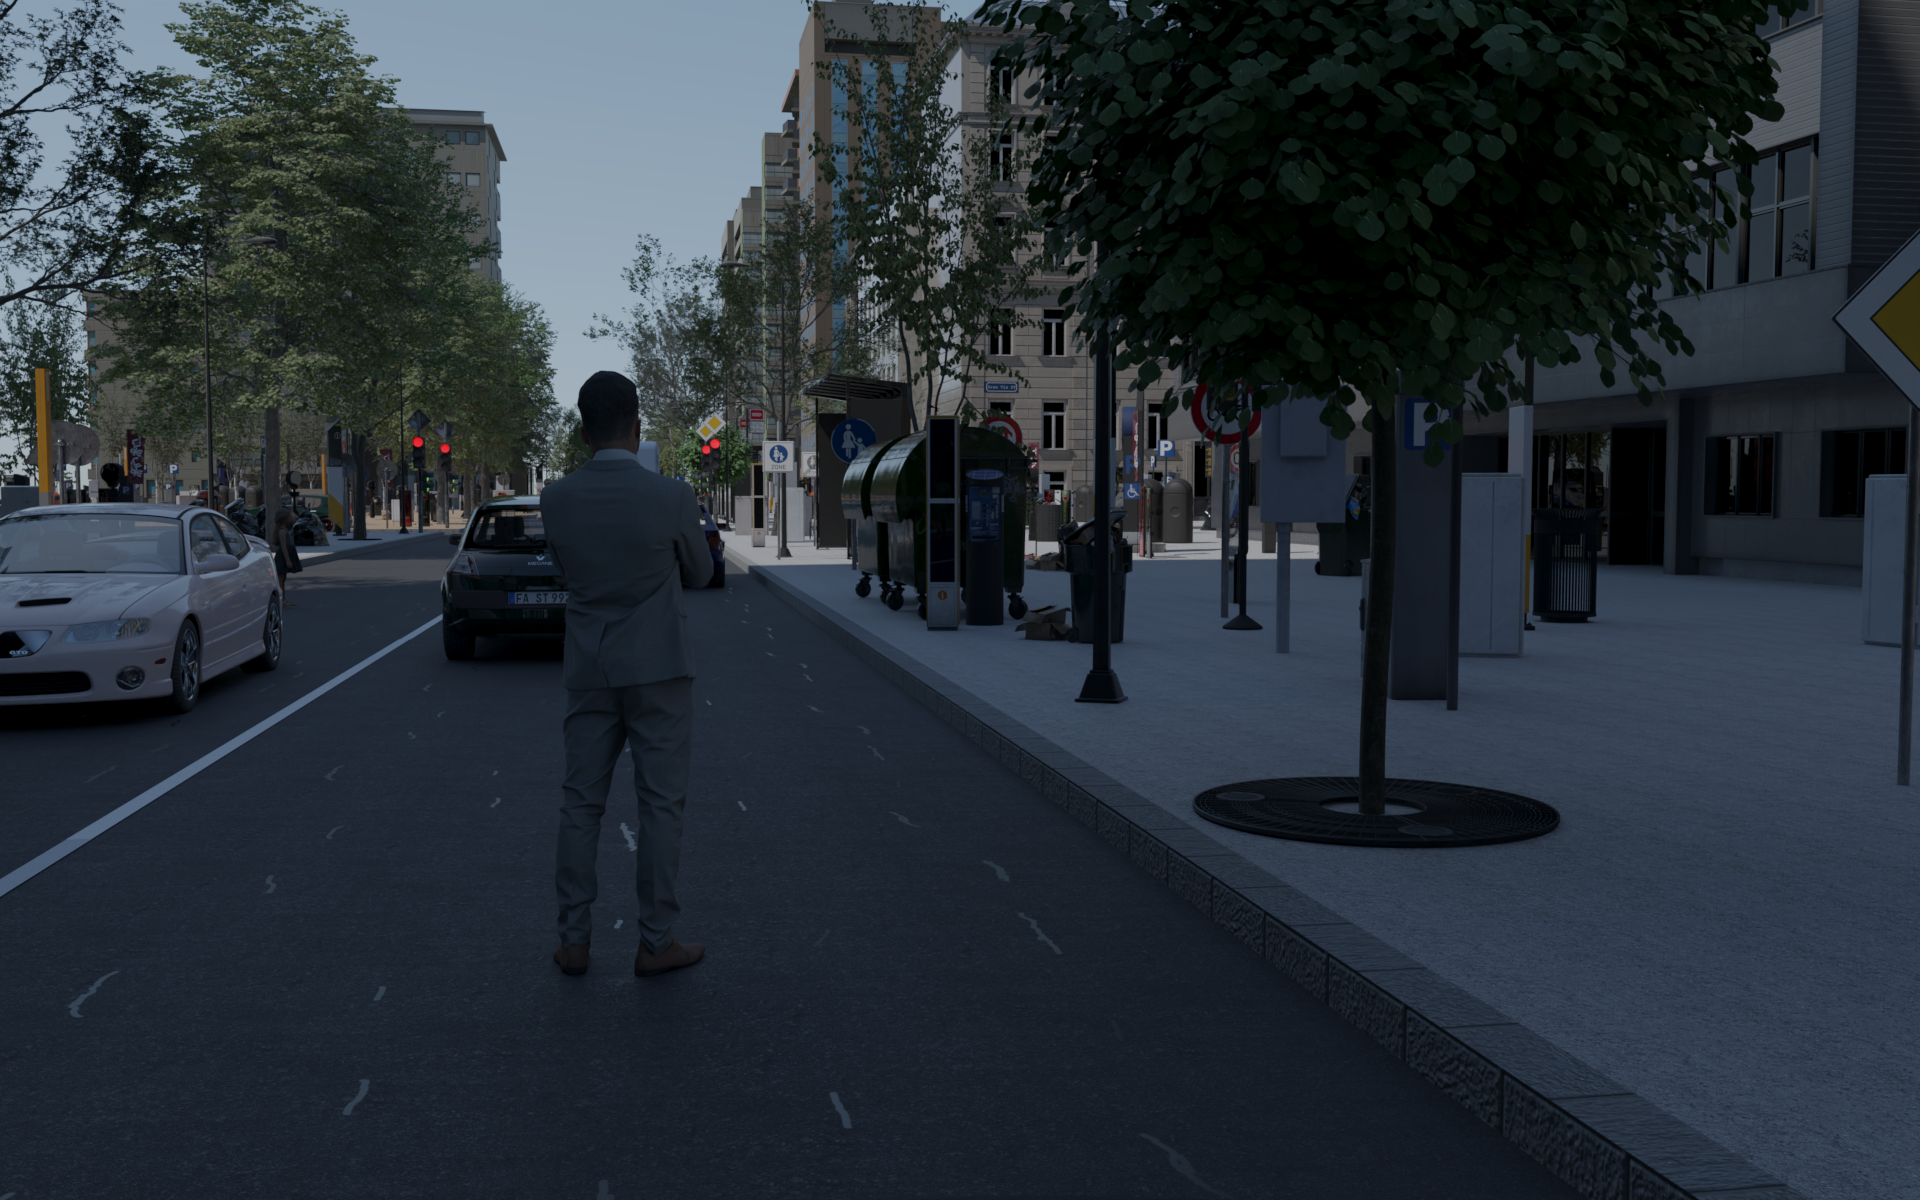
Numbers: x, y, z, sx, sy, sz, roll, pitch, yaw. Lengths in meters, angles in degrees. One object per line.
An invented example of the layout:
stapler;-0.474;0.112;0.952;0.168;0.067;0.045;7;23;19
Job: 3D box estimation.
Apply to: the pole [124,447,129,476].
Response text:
pole;-36.334;-4.999;75.582;0.158;3.312;0.155;0;3;0

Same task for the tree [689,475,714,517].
tree;-14.212;-6.149;95.140;1.663;3.219;1.824;0;3;0

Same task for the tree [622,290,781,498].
tree;-15.783;-11.863;104.330;12.009;13.543;11.850;0;3;0

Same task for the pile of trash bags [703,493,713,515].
pile of trash bags;-16.374;-6.755;120.197;1.912;1.369;3.447;1;4;20

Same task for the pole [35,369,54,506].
pole;-14.949;-2.108;28.316;0.158;3.312;0.155;0;3;0

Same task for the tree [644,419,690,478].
tree;-25.232;-12.316;151.729;4.737;8.622;4.395;0;3;0

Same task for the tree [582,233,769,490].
tree;-20.669;-16.577;126.928;12.611;20.169;13.585;0;3;0

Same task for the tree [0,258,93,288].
tree;-28.071;-6.258;52.686;4.737;8.622;4.395;0;3;0

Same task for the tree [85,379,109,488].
tree;-51.644;-9.535;106.263;4.360;8.622;3.978;0;3;0

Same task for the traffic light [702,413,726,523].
traffic light;-8.339;-4.275;58.825;0.839;4.253;0.868;-1;4;-10

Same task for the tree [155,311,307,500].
tree;-29.157;-7.285;69.473;4.360;8.622;3.978;0;3;0

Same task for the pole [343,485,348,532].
pole;-20.410;-3.890;57.451;0.158;3.312;0.155;0;3;0

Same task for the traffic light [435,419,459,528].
traffic light;-19.235;-4.649;64.928;0.839;4.253;0.868;-1;4;-10

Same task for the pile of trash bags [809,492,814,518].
pile of trash bags;-8.388;-5.237;95.384;1.912;1.369;3.447;0;4;7

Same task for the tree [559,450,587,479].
tree;-59.615;-21.992;276.570;9.611;12.733;9.660;0;3;0

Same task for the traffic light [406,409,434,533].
traffic light;-17.789;-4.168;57.075;0.839;4.253;0.868;-1;4;-10

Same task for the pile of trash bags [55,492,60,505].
pile of trash bags;-39.976;-4.051;75.994;1.912;1.369;3.447;-3;4;-38

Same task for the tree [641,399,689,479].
tree;-34.698;-17.641;206.563;7.486;12.596;7.792;0;3;0

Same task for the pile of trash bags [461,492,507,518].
pile of trash bags;-25.668;-5.171;94.299;3.447;1.369;1.912;3;5;43

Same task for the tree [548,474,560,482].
tree;-36.219;-9.761;154.197;1.663;3.219;1.824;0;3;0

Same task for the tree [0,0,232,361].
tree;-13.579;-5.427;23.151;7.601;10.594;8.767;-1;4;-23

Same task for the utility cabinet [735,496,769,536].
utility cabinet;-6.448;-2.602;53.705;1.020;1.237;0.306;0;4;0

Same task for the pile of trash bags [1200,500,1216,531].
pile of trash bags;9.314;-3.113;60.654;1.912;1.369;3.447;1;4;16

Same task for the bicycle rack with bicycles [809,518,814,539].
bicycle rack with bicycles;-3.230;-2.195;49.271;2.852;0.926;2.925;2;4;34

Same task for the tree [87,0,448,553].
tree;-14.722;-7.329;37.962;7.486;12.596;7.792;0;3;0

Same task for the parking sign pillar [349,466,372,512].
parking sign pillar;-41.894;-8.128;121.372;1.447;3.967;1.447;2;4;33

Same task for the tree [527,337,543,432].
tree;-24.962;-10.448;88.954;7.486;12.596;7.792;0;3;0

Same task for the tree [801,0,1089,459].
tree;-0.395;-4.520;24.268;4.737;8.622;4.395;0;3;0

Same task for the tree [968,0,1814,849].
tree;1.598;-1.410;6.775;4.285;4.588;4.351;0;3;0

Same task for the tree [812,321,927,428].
tree;-3.632;-7.485;72.748;4.360;8.622;3.978;0;3;0

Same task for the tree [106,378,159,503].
tree;-44.507;-8.930;96.376;4.360;8.622;3.978;0;3;0

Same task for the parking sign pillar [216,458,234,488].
parking sign pillar;-54.851;-8.628;129.543;1.447;3.967;1.447;3;5;44

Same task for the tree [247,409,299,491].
tree;-51.431;-11.025;130.623;4.737;8.622;4.395;0;3;0

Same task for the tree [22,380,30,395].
tree;-40.776;-7.381;71.040;4.360;8.622;3.978;0;3;0

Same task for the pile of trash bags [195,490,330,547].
pile of trash bags;-17.018;-1.959;41.784;1.912;1.369;3.447;1;4;22

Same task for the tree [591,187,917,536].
tree;-5.363;-7.233;52.674;7.601;10.594;8.767;2;4;27

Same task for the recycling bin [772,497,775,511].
recycling bin;-13.971;-7.093;128.519;0.722;1.027;0.722;0;4;-4

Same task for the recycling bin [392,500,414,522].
recycling bin;-25.510;-4.082;79.291;0.722;1.027;0.722;2;4;32

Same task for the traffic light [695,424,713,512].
traffic light;-9.785;-4.756;66.678;0.839;4.253;0.868;-1;4;-10

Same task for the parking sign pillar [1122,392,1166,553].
parking sign pillar;3.830;-3.040;38.172;1.447;3.967;1.447;0;4;8

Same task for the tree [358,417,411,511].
tree;-43.927;-11.149;132.644;4.360;8.622;3.978;0;3;0

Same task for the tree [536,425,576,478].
tree;-41.624;-13.925;178.032;4.737;8.622;4.395;0;3;0

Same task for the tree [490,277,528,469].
tree;-22.212;-9.436;72.413;7.486;12.596;7.792;0;3;0

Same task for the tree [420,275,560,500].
tree;-27.350;-11.813;99.798;9.857;13.997;8.962;0;3;0

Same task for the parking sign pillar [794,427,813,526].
parking sign pillar;-6.563;-4.894;68.496;1.447;3.967;1.447;0;4;-4

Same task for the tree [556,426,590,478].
tree;-50.810;-18.199;231.964;7.601;10.594;8.767;-1;4;-11

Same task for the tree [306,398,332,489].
tree;-40.008;-9.561;106.688;4.360;8.622;3.978;0;3;0

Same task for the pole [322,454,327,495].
pole;-32.635;-5.816;88.935;0.158;3.312;0.155;0;3;0

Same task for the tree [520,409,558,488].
tree;-36.421;-12.142;148.881;4.360;8.622;3.978;0;3;0
